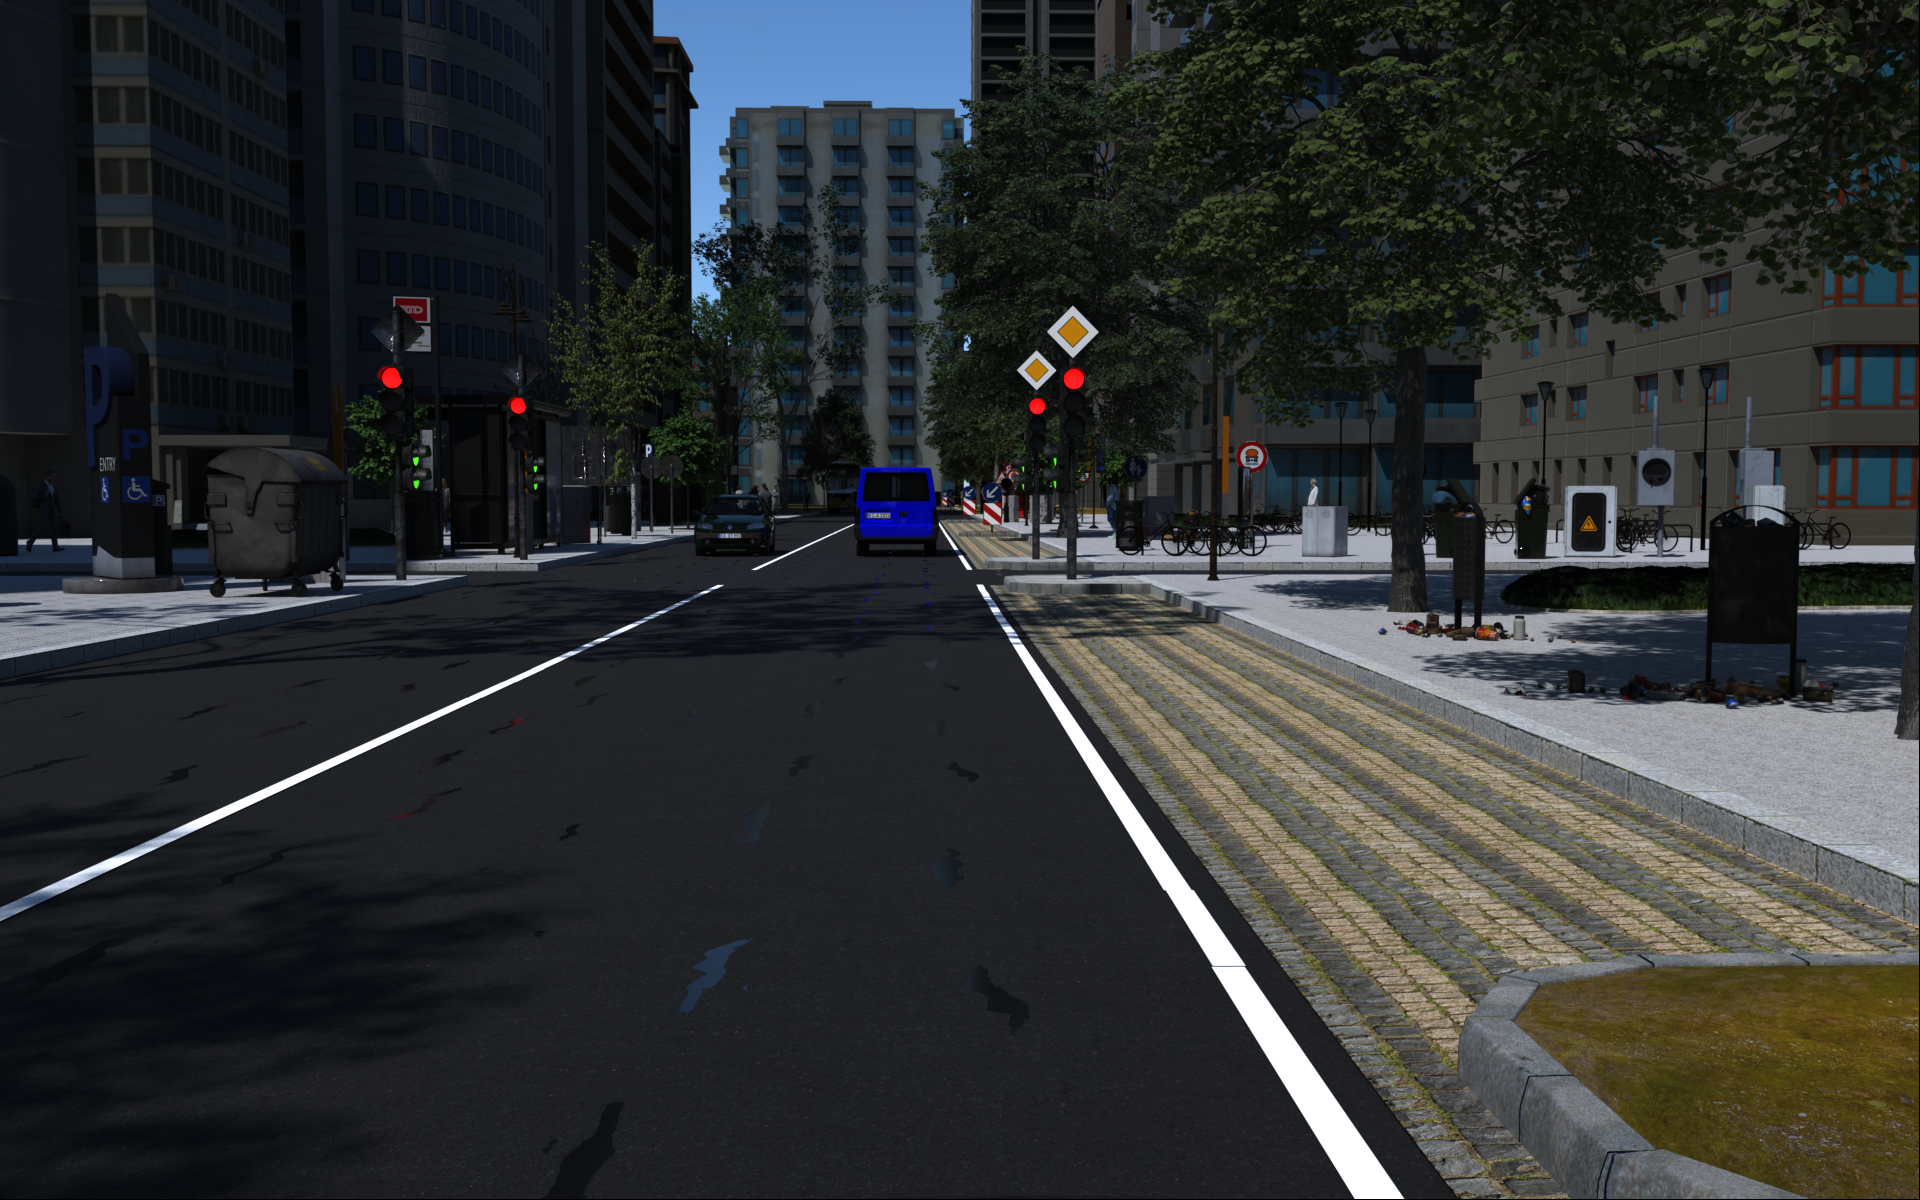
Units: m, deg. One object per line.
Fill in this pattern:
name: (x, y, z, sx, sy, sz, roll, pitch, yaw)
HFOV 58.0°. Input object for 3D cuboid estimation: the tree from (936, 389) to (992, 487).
tree: (1.518, -15.830, 176.950, 7.486, 12.596, 7.792, 0, 3, 0)

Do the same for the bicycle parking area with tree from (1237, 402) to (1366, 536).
bicycle parking area with tree: (13.050, -4.249, 56.467, 9.016, 4.147, 8.231, 3, 4, 36)

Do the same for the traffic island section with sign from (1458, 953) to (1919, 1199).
traffic island section with sign: (2.222, 0.296, 3.782, 1.989, 1.847, 2.006, 0, 4, -1)

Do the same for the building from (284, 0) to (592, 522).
building: (-32.291, -33.403, 88.145, 21.231, 58.520, 28.212, 0, 4, -1)

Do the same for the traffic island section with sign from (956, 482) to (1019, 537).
traffic island section with sign: (0.953, -3.056, 58.599, 1.989, 1.847, 2.006, 0, 4, -1)

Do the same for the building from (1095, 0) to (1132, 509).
building: (19.090, -30.341, 146.190, 14.600, 45.320, 14.200, 0, 4, -1)

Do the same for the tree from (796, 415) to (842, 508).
tree: (-12.541, -12.685, 157.760, 4.360, 8.622, 3.978, 0, 3, 0)

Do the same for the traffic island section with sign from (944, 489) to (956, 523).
traffic island section with sign: (0.322, -4.711, 85.657, 1.989, 1.847, 2.006, 0, 4, -1)

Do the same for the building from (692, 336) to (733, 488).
building: (-43.458, -22.676, 215.783, 28.899, 21.520, 27.650, 0, 4, -1)

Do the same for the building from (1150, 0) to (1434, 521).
building: (23.166, -28.874, 91.691, 23.786, 49.044, 30.456, 0, 4, -1)

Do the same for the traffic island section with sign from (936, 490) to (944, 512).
traffic island section with sign: (-0.841, -7.774, 135.734, 1.989, 1.847, 2.006, 0, 4, -1)

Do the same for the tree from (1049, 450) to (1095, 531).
tree: (3.541, -3.981, 59.693, 1.663, 3.219, 1.824, 0, 3, 0)

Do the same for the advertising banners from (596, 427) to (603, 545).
advertising banners: (-9.233, -2.949, 44.403, 0.090, 3.025, 2.074, -1, 4, -8)

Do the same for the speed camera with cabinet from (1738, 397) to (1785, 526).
speed camera with cabinet: (16.000, -2.459, 34.537, 0.660, 3.252, 2.038, 1, 4, 17)

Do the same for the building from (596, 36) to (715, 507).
building: (-38.065, -31.028, 161.934, 28.867, 44.769, 22.147, 0, 4, -1)

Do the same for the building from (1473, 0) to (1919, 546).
building: (35.674, -12.939, 56.596, 28.899, 21.520, 27.650, 0, 4, -1)

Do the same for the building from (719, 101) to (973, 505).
building: (-13.745, -36.339, 213.752, 30.456, 49.044, 23.786, 0, 4, -1)

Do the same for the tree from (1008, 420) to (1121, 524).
tree: (3.744, -5.553, 74.501, 4.285, 4.588, 4.351, 0, 3, 0)

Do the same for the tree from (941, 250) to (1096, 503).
tree: (3.591, -16.364, 123.436, 12.611, 20.169, 13.585, 0, 3, 0)

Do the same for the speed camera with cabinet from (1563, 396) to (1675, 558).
speed camera with cabinet: (13.310, -2.487, 35.000, 2.038, 3.252, 0.660, 1, 4, 17)

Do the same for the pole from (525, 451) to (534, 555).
pole: (-9.163, -2.619, 36.671, 0.158, 3.312, 0.155, 0, 3, 0)

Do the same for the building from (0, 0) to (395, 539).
building: (-35.784, -22.183, 54.575, 32.217, 40.220, 23.993, 0, 4, -1)

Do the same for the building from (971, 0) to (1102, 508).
building: (11.804, -47.366, 212.679, 20.611, 71.187, 20.563, 0, 4, -1)

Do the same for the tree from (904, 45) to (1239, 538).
tree: (3.271, -8.789, 50.355, 9.857, 13.997, 8.962, 0, 3, 0)

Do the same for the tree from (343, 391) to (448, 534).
tree: (-16.985, -4.159, 51.721, 4.285, 4.588, 4.351, 0, 3, 0)

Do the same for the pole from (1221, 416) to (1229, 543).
pole: (6.971, -3.161, 45.522, 0.158, 3.312, 0.155, 0, 3, 0)

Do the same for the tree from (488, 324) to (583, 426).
tree: (-17.980, -7.564, 74.035, 4.360, 8.622, 3.978, 0, 3, 0)

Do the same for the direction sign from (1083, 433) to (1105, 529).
direction sign: (4.988, -4.433, 64.471, 0.876, 3.537, 0.379, 2, 4, 28)

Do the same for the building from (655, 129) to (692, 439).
building: (-29.222, -22.333, 136.850, 14.160, 30.474, 14.107, 0, 4, -1)

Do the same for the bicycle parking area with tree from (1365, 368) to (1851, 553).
bicycle parking area with tree: (15.804, -3.355, 41.854, 9.016, 4.147, 8.231, -1, 4, -10)

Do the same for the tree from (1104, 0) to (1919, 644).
tree: (5.079, -6.119, 18.172, 7.486, 12.596, 7.792, 0, 3, 0)

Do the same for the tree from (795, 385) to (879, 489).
tree: (-12.928, -16.207, 181.992, 9.611, 12.733, 9.660, 0, 3, 0)

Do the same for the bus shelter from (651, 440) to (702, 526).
bus shelter: (-11.834, -5.023, 73.411, 1.731, 3.624, 6.357, 0, 4, -1)

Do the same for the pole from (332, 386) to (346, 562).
pole: (-11.732, -2.378, 32.722, 0.158, 3.312, 0.155, 0, 3, 0)

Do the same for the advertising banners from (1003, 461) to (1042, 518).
advertising banners: (3.305, -5.858, 91.974, 2.074, 3.025, 0.090, 1, 4, 11)

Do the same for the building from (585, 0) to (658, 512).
building: (-33.130, -30.256, 118.383, 21.300, 48.544, 21.600, 0, 4, -1)

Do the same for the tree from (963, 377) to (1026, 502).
tree: (2.366, -8.946, 96.627, 4.737, 8.622, 4.395, 0, 3, 0)

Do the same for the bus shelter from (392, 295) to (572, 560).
bus shelter: (-10.425, -3.677, 37.753, 2.179, 5.291, 8.768, 0, 4, -1)

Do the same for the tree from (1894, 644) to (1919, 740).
tree: (5.039, -5.569, 9.188, 7.486, 12.596, 7.792, 0, 3, 0)

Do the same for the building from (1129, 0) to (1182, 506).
building: (22.902, -35.639, 124.703, 21.231, 58.520, 28.212, 0, 4, -1)

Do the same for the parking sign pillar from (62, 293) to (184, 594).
parking sign pillar: (-11.057, -2.099, 22.789, 1.447, 3.967, 1.447, -3, 5, -41)
